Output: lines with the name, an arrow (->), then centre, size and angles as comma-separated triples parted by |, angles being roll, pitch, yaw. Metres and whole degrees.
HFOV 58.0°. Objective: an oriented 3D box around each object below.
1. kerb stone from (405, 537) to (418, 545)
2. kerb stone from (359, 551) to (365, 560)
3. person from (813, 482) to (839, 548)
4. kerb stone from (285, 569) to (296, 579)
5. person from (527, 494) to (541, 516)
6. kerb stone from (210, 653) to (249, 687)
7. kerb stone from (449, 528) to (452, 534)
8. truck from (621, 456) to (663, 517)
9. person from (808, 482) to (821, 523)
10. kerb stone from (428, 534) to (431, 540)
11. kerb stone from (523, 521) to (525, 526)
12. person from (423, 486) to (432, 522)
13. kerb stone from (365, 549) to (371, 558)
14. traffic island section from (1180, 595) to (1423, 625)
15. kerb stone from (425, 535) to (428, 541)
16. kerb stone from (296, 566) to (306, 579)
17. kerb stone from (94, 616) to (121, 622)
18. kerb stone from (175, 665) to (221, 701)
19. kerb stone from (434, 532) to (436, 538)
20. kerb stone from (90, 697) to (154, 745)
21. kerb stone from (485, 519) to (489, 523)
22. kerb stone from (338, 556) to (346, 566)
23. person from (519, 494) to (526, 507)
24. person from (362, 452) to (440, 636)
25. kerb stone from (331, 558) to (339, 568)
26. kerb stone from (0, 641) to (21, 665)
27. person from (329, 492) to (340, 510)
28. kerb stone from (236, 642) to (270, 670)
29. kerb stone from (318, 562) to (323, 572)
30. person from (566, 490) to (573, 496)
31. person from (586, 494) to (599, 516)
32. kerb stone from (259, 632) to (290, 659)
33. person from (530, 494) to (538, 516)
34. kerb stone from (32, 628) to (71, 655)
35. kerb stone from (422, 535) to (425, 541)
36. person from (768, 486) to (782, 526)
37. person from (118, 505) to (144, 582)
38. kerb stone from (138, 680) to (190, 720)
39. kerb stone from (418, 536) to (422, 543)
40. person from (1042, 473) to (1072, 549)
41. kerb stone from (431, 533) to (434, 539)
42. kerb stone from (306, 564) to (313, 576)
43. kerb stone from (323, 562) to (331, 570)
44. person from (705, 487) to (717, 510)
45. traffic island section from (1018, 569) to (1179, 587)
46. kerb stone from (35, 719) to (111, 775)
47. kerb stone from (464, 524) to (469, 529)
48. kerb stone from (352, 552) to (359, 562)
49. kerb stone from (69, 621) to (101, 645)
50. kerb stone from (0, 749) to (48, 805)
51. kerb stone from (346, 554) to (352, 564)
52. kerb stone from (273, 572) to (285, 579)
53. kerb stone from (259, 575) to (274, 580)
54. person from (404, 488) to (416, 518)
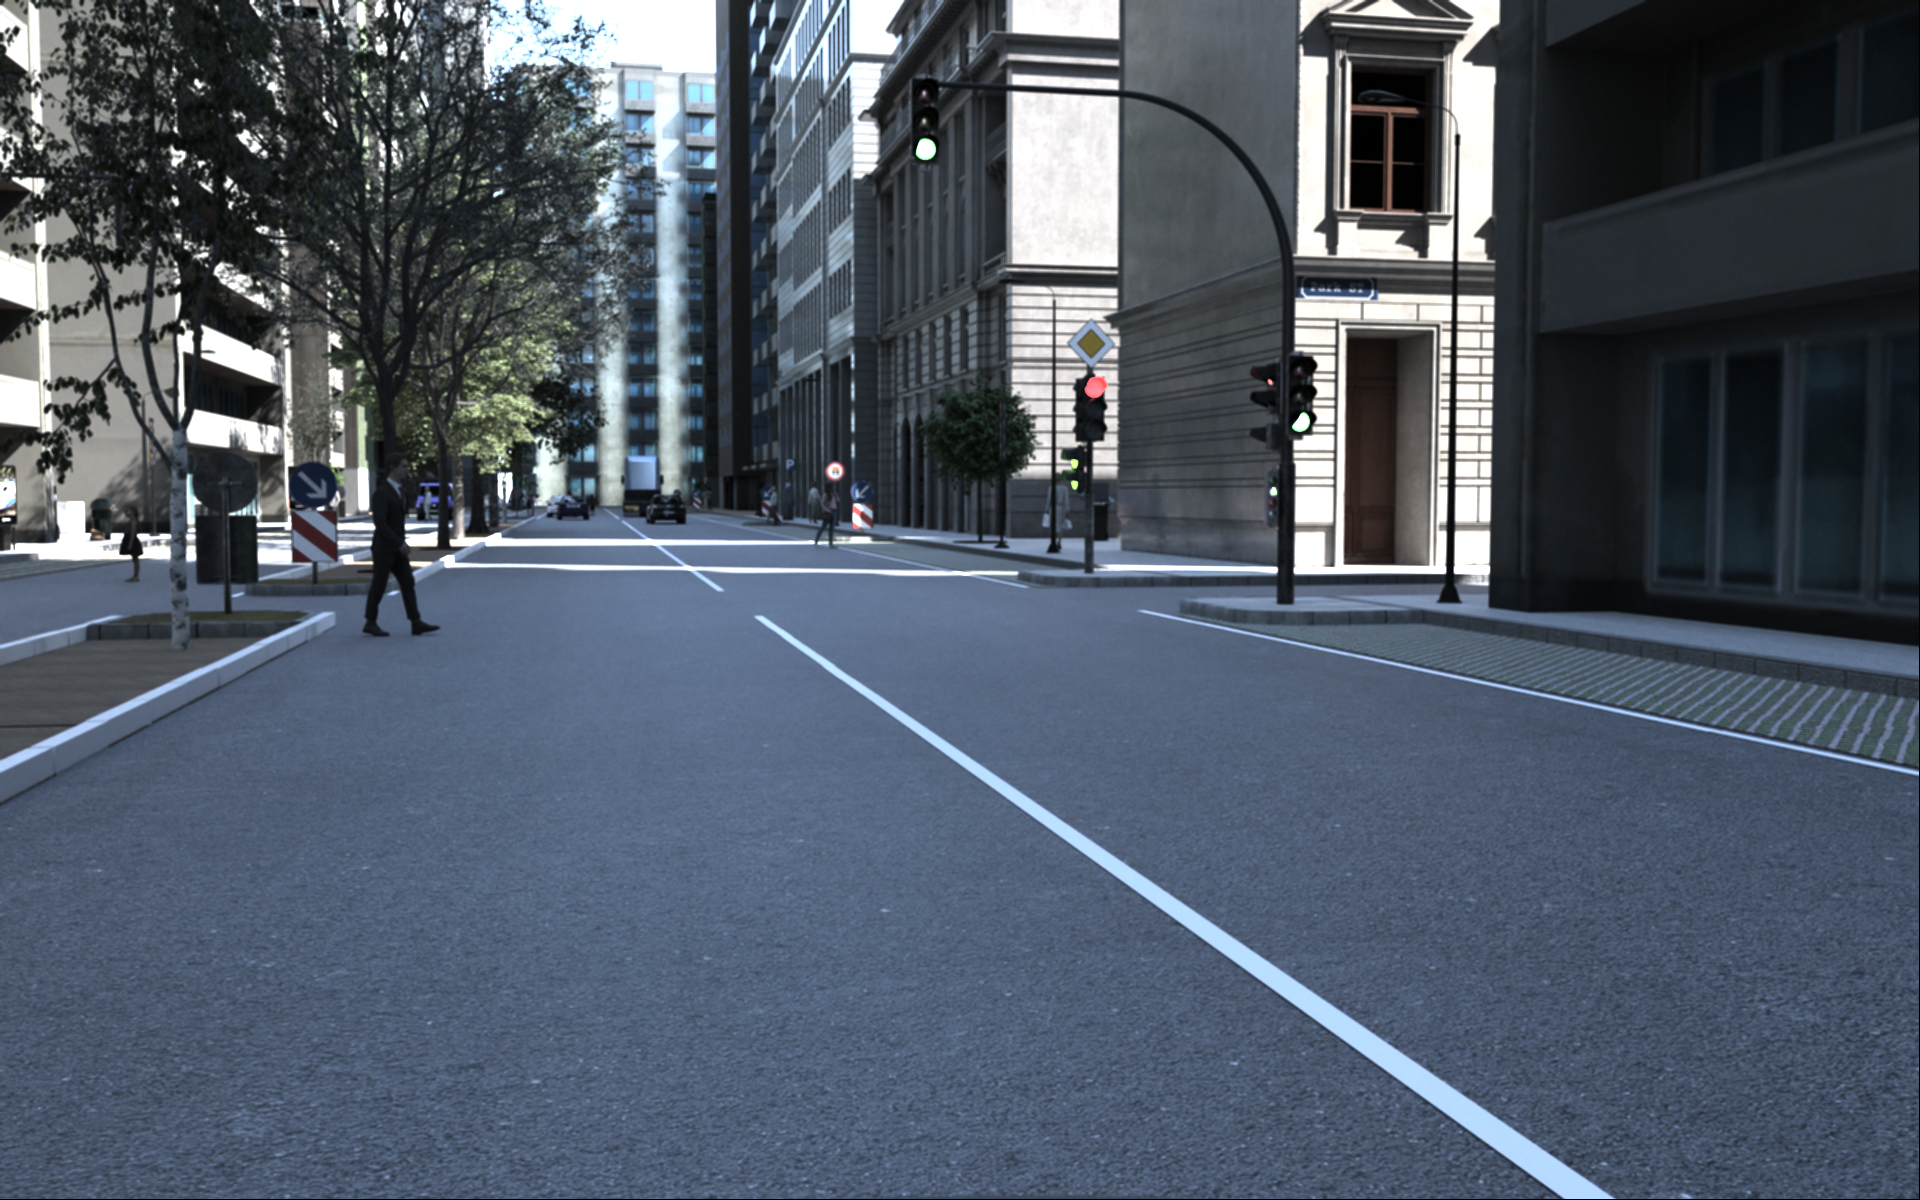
kerb stone -> -15.643, -1.665, 49.413 | 0.120, 0.150, 1.000 | -1, 4, -12
kerb stone -> -13.028, -0.930, 37.396 | 0.120, 0.150, 1.000 | -1, 4, -12
person -> -3.558, -2.257, 45.992 | 0.643, 1.750, 0.593 | 2, 4, 28
kerb stone -> -11.069, -0.370, 28.362 | 0.120, 0.150, 1.000 | -1, 4, -12
person -> -27.463, -6.102, 111.458 | 0.799, 1.438, 0.628 | -3, 5, -41
kerb stone -> -5.644, 0.546, 13.303 | 0.120, 0.150, 1.000 | -1, 4, -12
kerb stone -> -19.119, -2.645, 65.440 | 0.120, 0.150, 1.000 | -1, 4, -12
truck -> -21.245, -7.716, 115.922 | 2.967, 4.110, 18.799 | -1, 4, -10
person -> -6.365, -4.224, 75.325 | 0.478, 1.798, 0.641 | 3, 5, 42
kerb stone -> -16.510, -1.903, 53.421 | 0.120, 0.150, 1.000 | -1, 4, -12
kerb stone -> -19.246, -3.283, 75.880 | 0.120, 0.150, 1.000 | -1, 4, -12
person -> -27.326, -4.932, 89.014 | 0.514, 1.842, 0.818 | 1, 4, 15
kerb stone -> -13.244, -0.991, 38.395 | 0.120, 0.150, 1.000 | -1, 4, -12
traffic island section -> 3.809, 0.125, 20.242 | 2.009, 0.180, 2.903 | -1, 4, -12
kerb stone -> -16.289, -1.849, 52.423 | 0.120, 0.150, 1.000 | -1, 4, -12
kerb stone -> -11.281, -0.439, 29.367 | 0.120, 0.150, 1.000 | -1, 4, -12
kerb stone -> -8.768, 0.271, 17.764 | 0.120, 0.150, 1.000 | -1, 4, -12
kerb stone -> -5.437, 0.605, 12.302 | 0.120, 0.150, 1.000 | -1, 4, -12
kerb stone -> -16.950, -2.026, 55.423 | 0.120, 0.150, 1.000 | -1, 4, -12
kerb stone -> -4.994, 0.728, 10.295 | 0.120, 0.150, 1.000 | -1, 4, -12
kerb stone -> -24.344, -4.116, 89.499 | 0.120, 0.150, 1.000 | -1, 4, -12
kerb stone -> -12.379, -0.746, 34.398 | 0.120, 0.150, 1.000 | -1, 4, -12
person -> -39.225, -8.905, 154.616 | 0.721, 1.766, 1.217 | 3, 5, 42
person -> -5.673, -0.564, 17.498 | 0.755, 1.850, 0.659 | 0, 4, 4
kerb stone -> -12.148, -0.680, 33.394 | 0.120, 0.150, 1.000 | -1, 4, -12
kerb stone -> -8.110, 0.457, 14.758 | 0.120, 0.150, 1.000 | -1, 4, -12
person -> -26.578, -3.956, 73.361 | 0.592, 1.802, 0.473 | 3, 5, 44
kerb stone -> -5.871, 0.488, 14.305 | 0.120, 0.150, 1.000 | -1, 4, -12
kerb stone -> -11.722, -0.562, 31.379 | 0.120, 0.150, 1.000 | -1, 4, -12
person -> -39.769, -10.272, 176.403 | 1.348, 1.831, 0.705 | 0, 4, 4
person -> -24.184, -6.246, 113.881 | 1.065, 1.426, 0.557 | -3, 5, -43
kerb stone -> -6.091, 0.421, 15.312 | 0.120, 0.150, 1.000 | -1, 4, -12
person -> -25.329, -5.576, 102.883 | 0.599, 1.433, 0.991 | -3, 4, -38
kerb stone -> -8.329, 0.393, 15.762 | 0.120, 0.150, 1.000 | -1, 4, -12
kerb stone -> -16.079, -1.787, 51.411 | 0.120, 0.150, 1.000 | -1, 4, -12
person -> -8.195, -4.137, 76.623 | 0.515, 1.767, 0.782 | -1, 4, -20
person -> -13.507, -0.920, 28.210 | 0.373, 1.253, 0.362 | -2, 4, -26
kerb stone -> -5.218, 0.667, 11.302 | 0.120, 0.150, 1.000 | -1, 4, -12
kerb stone -> -15.852, -1.726, 50.415 | 0.120, 0.150, 1.000 | -1, 4, -12
person -> 2.234, -2.069, 40.230 | 0.694, 1.780, 0.624 | 1, 4, 21
kerb stone -> -16.720, -1.966, 54.422 | 0.120, 0.150, 1.000 | -1, 4, -12
kerb stone -> -11.500, -0.499, 30.366 | 0.120, 0.150, 1.000 | -1, 4, -12
kerb stone -> -11.942, -0.623, 32.383 | 0.120, 0.150, 1.000 | -1, 4, -12
person -> -20.438, -8.290, 141.594 | 1.348, 1.824, 0.705 | 2, 4, 35
traffic island section -> 2.114, -0.353, 28.045 | 2.009, 0.180, 2.903 | -1, 4, -12
kerb stone -> -4.768, 0.791, 9.291 | 0.120, 0.150, 1.000 | -1, 4, -12
kerb stone -> -20.864, -3.135, 73.453 | 0.120, 0.150, 1.000 | -1, 4, -12
kerb stone -> -12.813, -0.869, 36.396 | 0.120, 0.150, 1.000 | -1, 4, -12
kerb stone -> -8.542, 0.337, 16.767 | 0.120, 0.150, 1.000 | -1, 4, -12
kerb stone -> -4.555, 0.854, 8.292 | 0.120, 0.150, 1.000 | -1, 4, -12
kerb stone -> -12.603, -0.807, 35.395 | 0.120, 0.150, 1.000 | -1, 4, -12
kerb stone -> -10.850, -0.313, 27.363 | 0.120, 0.150, 1.000 | -1, 4, -12
kerb stone -> -10.632, -0.247, 26.355 | 0.120, 0.150, 1.000 | -1, 4, -12
person -> -33.485, -5.865, 104.525 | 1.348, 1.807, 0.705 | 0, 4, -3
